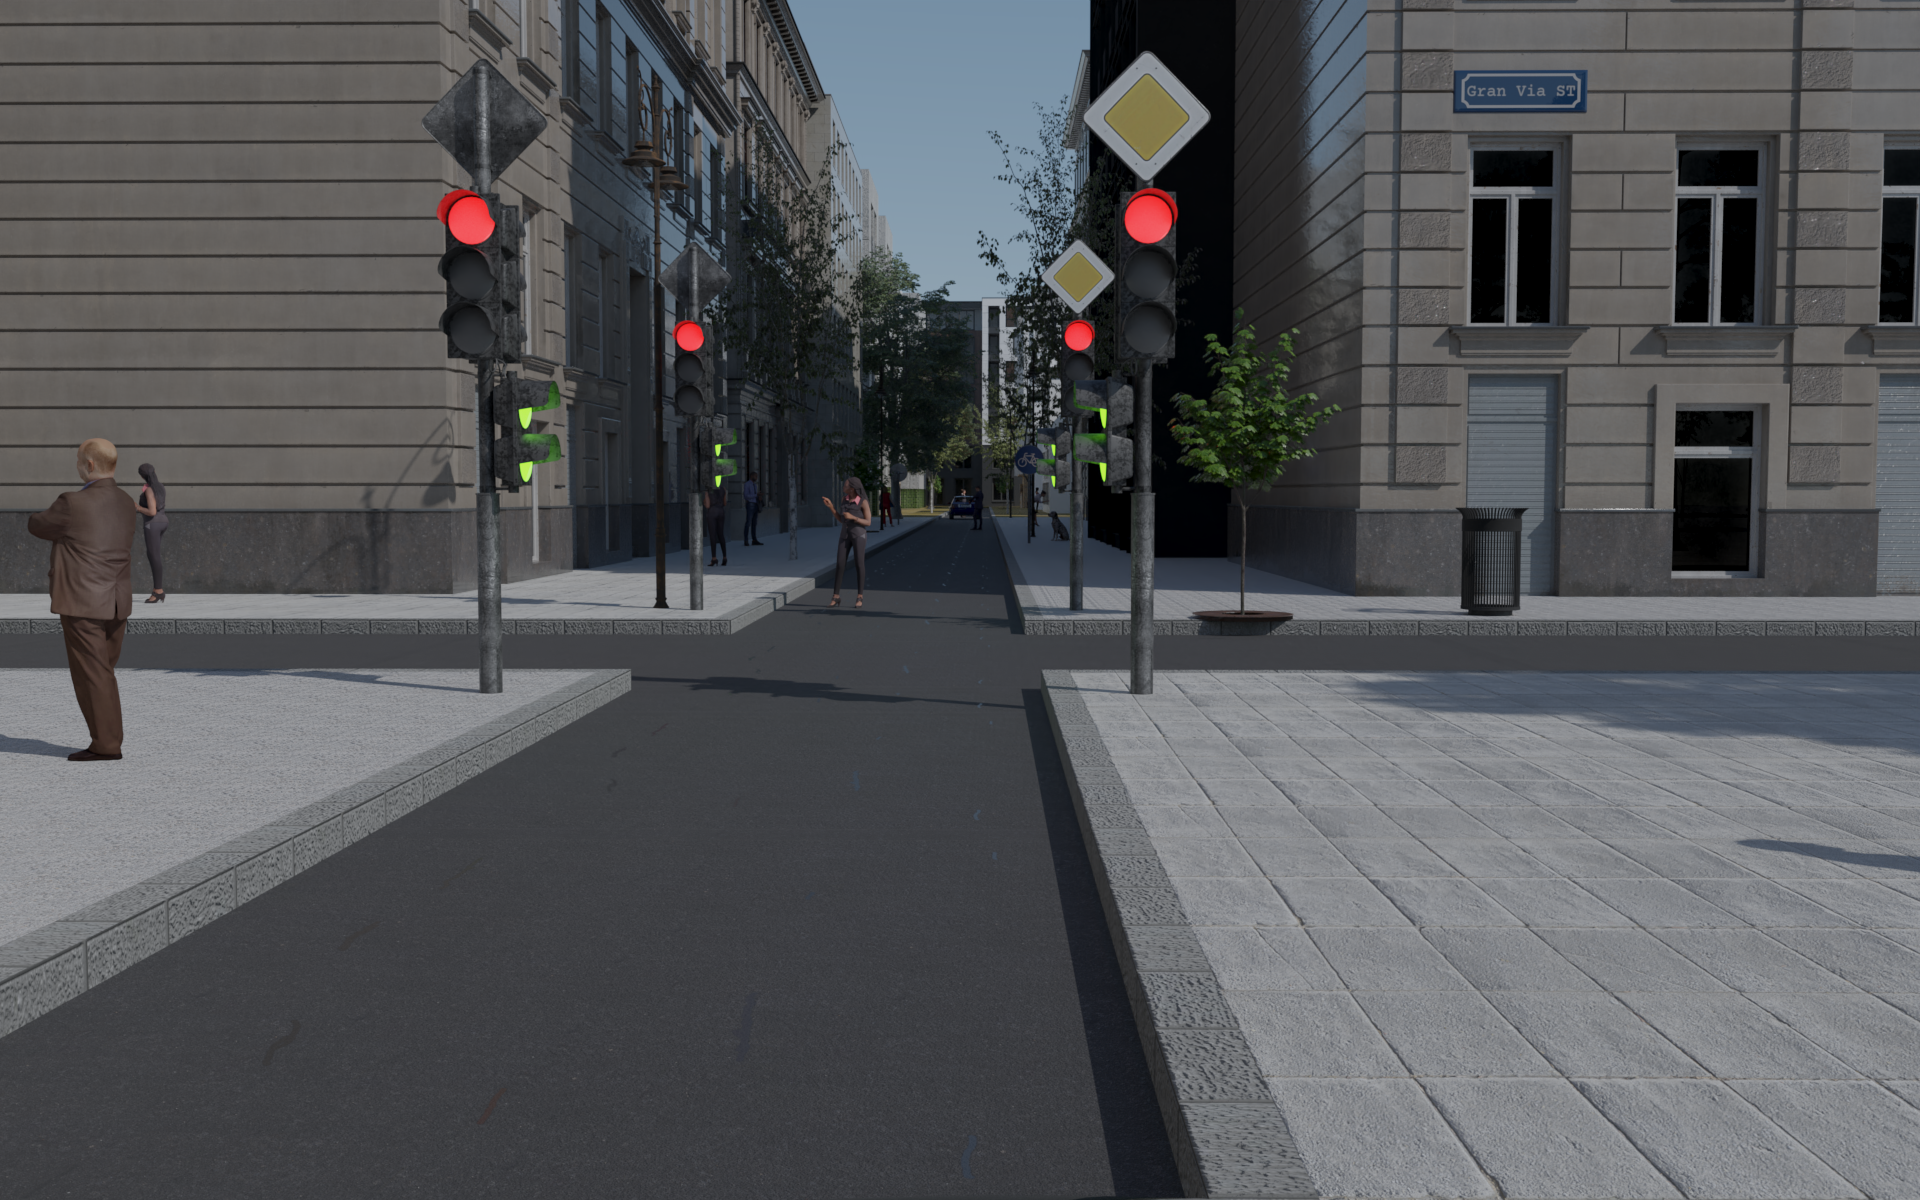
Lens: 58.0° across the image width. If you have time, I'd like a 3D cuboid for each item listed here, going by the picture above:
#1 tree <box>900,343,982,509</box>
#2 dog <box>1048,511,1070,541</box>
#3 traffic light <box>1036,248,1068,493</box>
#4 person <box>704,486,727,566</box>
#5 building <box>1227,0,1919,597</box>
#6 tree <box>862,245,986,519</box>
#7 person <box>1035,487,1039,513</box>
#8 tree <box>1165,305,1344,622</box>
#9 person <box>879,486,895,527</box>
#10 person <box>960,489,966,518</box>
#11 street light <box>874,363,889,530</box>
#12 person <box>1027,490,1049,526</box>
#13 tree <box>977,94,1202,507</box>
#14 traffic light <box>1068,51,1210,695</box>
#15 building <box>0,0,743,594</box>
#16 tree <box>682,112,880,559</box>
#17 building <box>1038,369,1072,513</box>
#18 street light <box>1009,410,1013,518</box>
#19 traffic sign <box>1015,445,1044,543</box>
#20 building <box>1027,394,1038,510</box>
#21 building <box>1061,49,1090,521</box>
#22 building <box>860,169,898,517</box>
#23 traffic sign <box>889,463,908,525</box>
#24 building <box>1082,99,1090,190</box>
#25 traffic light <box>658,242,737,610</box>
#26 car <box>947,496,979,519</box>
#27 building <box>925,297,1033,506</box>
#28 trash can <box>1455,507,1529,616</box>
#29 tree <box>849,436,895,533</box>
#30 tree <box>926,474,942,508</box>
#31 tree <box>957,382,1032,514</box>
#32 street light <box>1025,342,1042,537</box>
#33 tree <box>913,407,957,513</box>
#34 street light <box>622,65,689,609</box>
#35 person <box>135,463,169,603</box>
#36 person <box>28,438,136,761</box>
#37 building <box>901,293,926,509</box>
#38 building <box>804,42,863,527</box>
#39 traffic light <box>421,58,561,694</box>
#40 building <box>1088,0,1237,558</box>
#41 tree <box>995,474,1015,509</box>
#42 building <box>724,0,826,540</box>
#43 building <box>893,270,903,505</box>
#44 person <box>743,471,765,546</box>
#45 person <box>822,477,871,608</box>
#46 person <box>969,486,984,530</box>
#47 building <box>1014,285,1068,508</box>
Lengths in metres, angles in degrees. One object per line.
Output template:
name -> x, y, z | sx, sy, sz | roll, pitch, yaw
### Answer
tree -> -2.240, -14.451, 143.703 | 7.806, 13.903, 7.818 | 0, 3, 0
dog -> 2.850, -2.028, 47.540 | 0.800, 0.831, 0.513 | 1, 4, 16
traffic light -> 1.265, -1.820, 19.010 | 0.839, 4.213, 0.868 | 0, 4, 1
person -> -4.357, -1.425, 30.808 | 0.415, 1.643, 0.593 | 0, 4, 8
building -> 17.133, -14.005, 26.247 | 25.104, 27.353, 12.463 | 0, 4, 1
tree -> -3.278, -11.127, 88.576 | 9.857, 13.997, 8.962 | 0, 3, 0
person -> 5.283, -6.704, 116.343 | 0.721, 1.739, 1.217 | 0, 4, 2
tree -> 2.877, -1.427, 17.929 | 1.663, 3.219, 1.824 | 0, 3, 0
person -> -2.875, -3.672, 67.783 | 0.593, 1.614, 0.444 | 2, 4, 26
person -> 0.266, -5.856, 105.047 | 0.445, 1.727, 0.742 | -1, 4, -14
street light -> -2.775, -5.415, 61.325 | 0.468, 5.910, 1.993 | 0, 4, 1
person -> 3.067, -3.643, 68.792 | 0.799, 1.438, 0.628 | -2, 4, -24
tree -> 2.252, -5.007, 32.223 | 4.360, 8.622, 3.978 | 0, 3, 0
traffic light -> 1.150, -1.332, 11.026 | 0.839, 4.213, 0.868 | 0, 4, 1
building -> -11.946, -14.448, 33.484 | 12.463, 27.353, 25.104 | 0, 4, 1
tree -> -3.300, -5.090, 33.583 | 4.360, 8.622, 3.978 | 0, 3, 0
building -> 10.360, -10.552, 114.675 | 9.099, 9.664, 28.070 | 0, 4, 1
street light -> 2.737, -7.372, 93.323 | 0.468, 5.910, 1.993 | 0, 4, 1
traffic sign -> 1.801, -2.747, 45.021 | 0.768, 2.556, 0.104 | 0, 4, 8
building -> 10.361, -12.276, 142.859 | 9.099, 9.664, 28.070 | 0, 4, 1
building -> 10.829, -15.589, 83.758 | 11.050, 23.489, 19.941 | 0, 4, 1
building -> -13.094, -14.919, 110.382 | 16.747, 18.905, 31.486 | 0, 4, 1
traffic sign -> -2.559, -4.394, 71.945 | 0.768, 2.556, 0.104 | 0, 4, 1
building -> 11.654, -13.458, 61.835 | 13.314, 21.916, 24.055 | 0, 4, 1
traffic light -> -2.896, -1.823, 19.053 | 0.839, 4.213, 0.868 | 0, 4, 1
car -> 0.239, -5.294, 99.141 | 1.945, 1.354, 3.894 | 0, 4, -1
building -> 0.305, -21.402, 193.890 | 32.646, 21.610, 27.936 | 0, 4, 1
trash can -> 5.637, -0.412, 18.383 | 0.748, 1.137, 0.748 | 0, 3, 0
tree -> -3.238, -3.867, 57.819 | 1.663, 3.219, 1.824 | 0, 3, 0
tree -> -2.099, -10.169, 160.871 | 1.663, 3.219, 1.824 | 0, 3, 0
tree -> 2.851, -9.829, 111.059 | 4.737, 8.622, 4.395 | 0, 3, 0
street light -> 2.184, -4.821, 51.609 | 0.468, 5.910, 1.993 | 0, 4, 1
tree -> -1.719, -10.220, 117.458 | 4.737, 8.622, 4.395 | 0, 3, 0
street light -> -3.362, -2.845, 19.303 | 0.468, 5.910, 1.993 | 0, 4, 1
person -> -9.573, -0.790, 20.425 | 0.593, 1.643, 0.415 | 3, 5, 41
person -> -4.205, -0.001, 8.327 | 0.388, 1.546, 0.482 | 1, 4, 17
building -> -19.215, -18.005, 160.839 | 31.486, 18.905, 16.747 | 0, 4, 1
building -> -9.977, -13.448, 74.618 | 10.420, 20.320, 16.860 | 0, 4, 1
traffic light -> -3.011, -1.335, 11.069 | 0.839, 4.213, 0.868 | 0, 4, 1
building -> 9.763, -12.980, 41.907 | 12.332, 23.373, 15.834 | 0, 4, 1
tree -> 3.646, -9.384, 148.026 | 1.663, 3.219, 1.824 | 0, 3, 0
building -> -10.493, -11.732, 56.447 | 10.561, 19.102, 19.286 | 0, 4, 1
building -> -12.320, -16.838, 131.729 | 16.016, 20.091, 11.380 | 0, 4, 1
person -> -5.042, -2.262, 42.890 | 0.599, 1.838, 0.709 | 1, 4, 21
person -> -1.422, -0.722, 21.771 | 0.593, 1.643, 0.415 | -1, 4, -11
person -> 0.621, -3.679, 69.101 | 0.568, 1.767, 0.683 | 2, 4, 25
building -> 13.175, -18.732, 162.691 | 16.016, 20.091, 11.380 | 0, 4, 1
